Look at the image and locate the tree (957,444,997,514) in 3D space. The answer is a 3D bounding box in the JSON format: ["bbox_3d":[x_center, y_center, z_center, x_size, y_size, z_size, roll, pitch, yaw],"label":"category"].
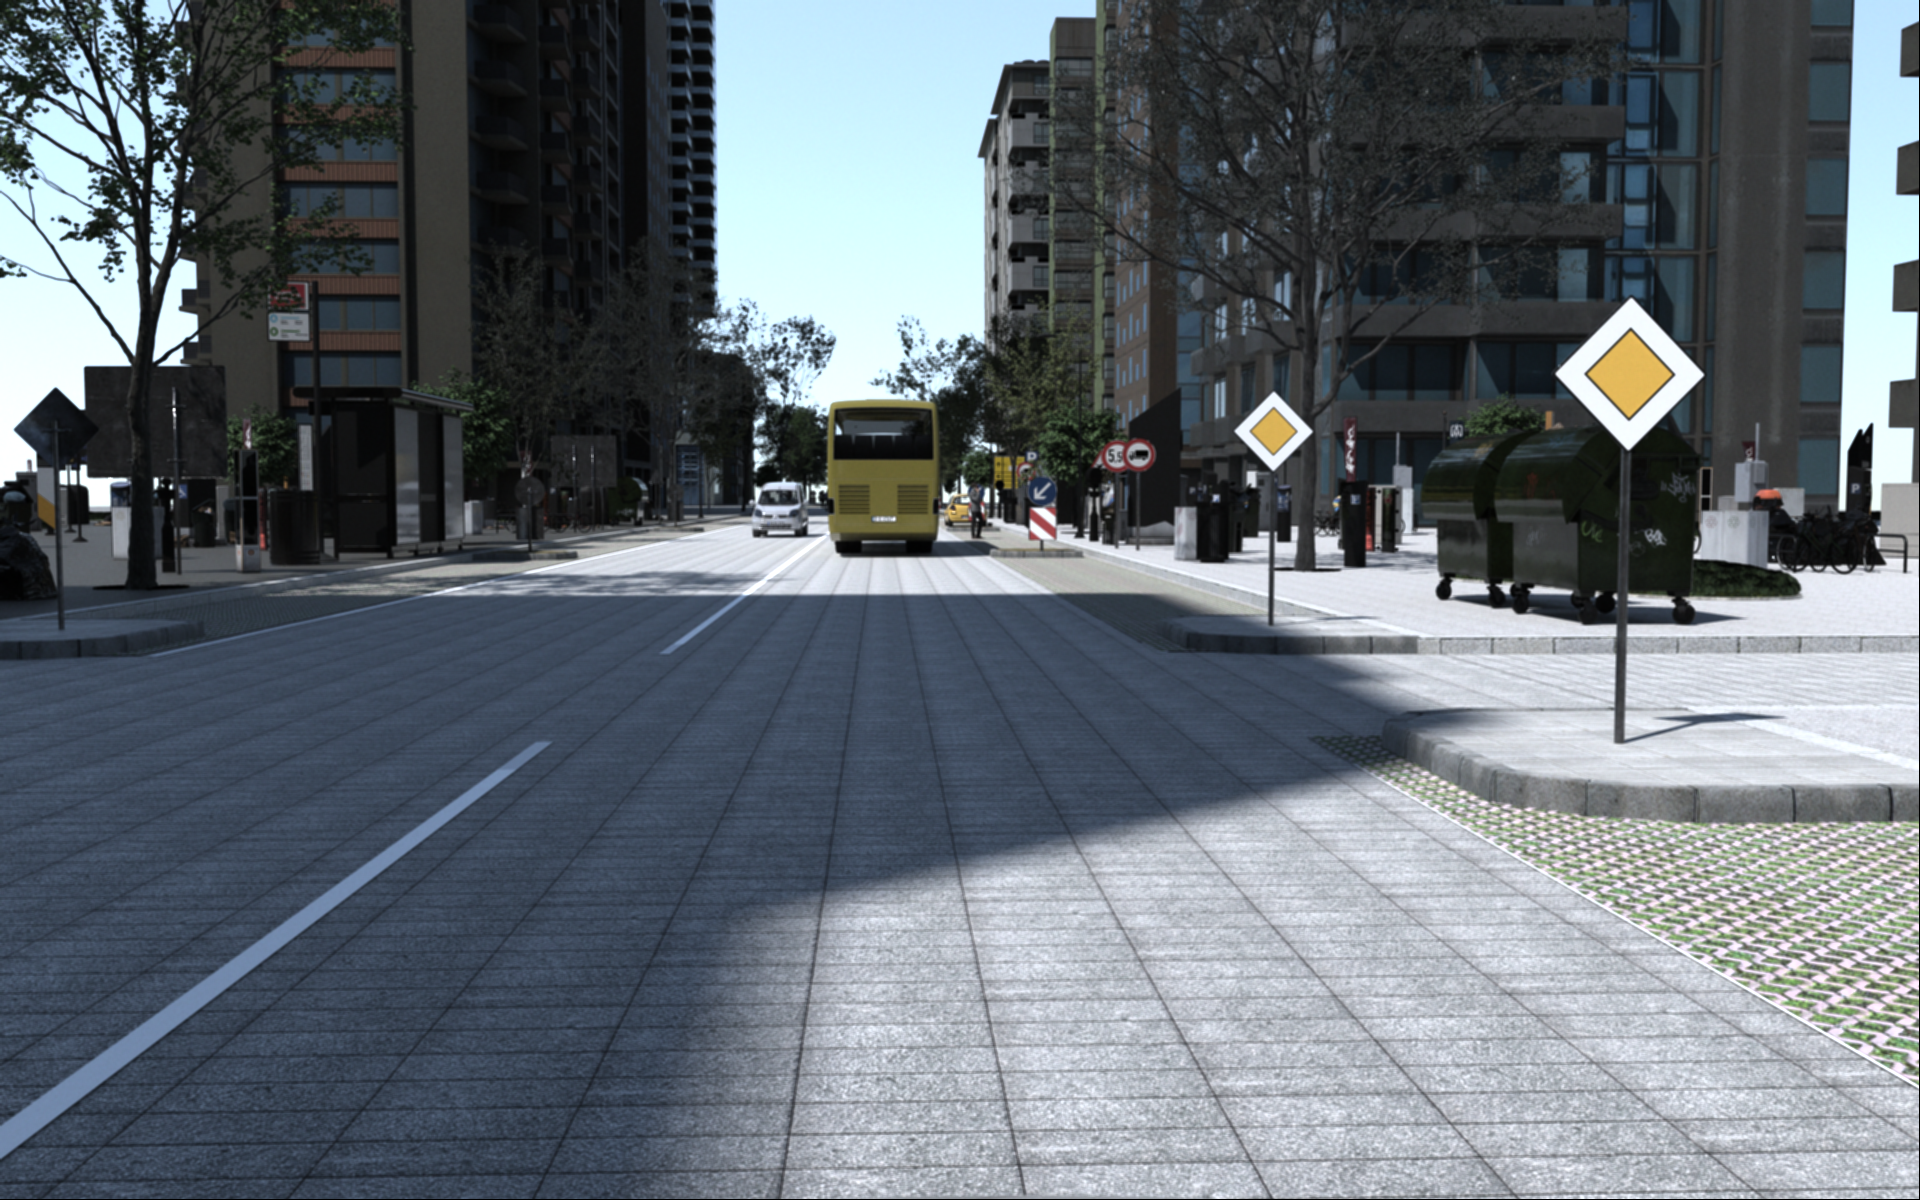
[{"bbox_3d":[1.390,-7.960,113.863,4.285,4.588,4.351,0,3,0],"label":"tree"}]

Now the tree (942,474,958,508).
[{"bbox_3d":[-0.878,-10.422,165.003,1.663,3.219,1.824,0,3,0],"label":"tree"}]

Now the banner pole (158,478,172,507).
[{"bbox_3d":[-23.026,-3.674,50.089,0.863,3.779,0.401,2,4,35],"label":"banner pole"}]

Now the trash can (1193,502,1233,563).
[{"bbox_3d":[4.728,-1.269,32.404,0.748,1.137,0.748,0,3,0],"label":"trash can"}]

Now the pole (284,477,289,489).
[{"bbox_3d":[-32.080,-5.422,82.486,0.158,3.312,0.155,0,3,0],"label":"pole"}]

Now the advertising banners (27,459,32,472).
[{"bbox_3d":[-47.491,-5.604,87.818,2.074,3.025,0.090,3,4,39],"label":"advertising banners"}]

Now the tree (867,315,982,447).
[{"bbox_3d":[-3.902,-20.110,184.682,12.611,20.169,13.585,0,3,0],"label":"tree"}]

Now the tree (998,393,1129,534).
[{"bbox_3d":[3.995,-4.454,56.534,4.285,4.588,4.351,0,3,0],"label":"tree"}]

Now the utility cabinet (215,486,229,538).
[{"bbox_3d":[-20.010,-2.336,46.877,0.318,1.500,1.173,-2,4,-29],"label":"utility cabinet"}]

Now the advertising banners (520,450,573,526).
[{"bbox_3d":[-16.611,-4.484,69.507,2.074,3.025,0.090,-1,4,-22],"label":"advertising banners"}]

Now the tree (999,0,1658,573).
[{"bbox_3d":[5.907,-7.224,28.475,12.009,13.543,11.850,0,3,0],"label":"tree"}]

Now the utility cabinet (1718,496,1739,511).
[{"bbox_3d":[24.748,-2.732,55.834,0.306,1.237,1.020,0,4,3],"label":"utility cabinet"}]

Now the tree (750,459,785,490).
[{"bbox_3d":[-17.677,-10.764,159.711,4.285,4.588,4.351,0,3,0],"label":"tree"}]

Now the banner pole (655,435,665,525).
[{"bbox_3d":[-12.626,-5.078,73.036,0.401,3.779,0.863,0,4,2],"label":"banner pole"}]

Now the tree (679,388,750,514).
[{"bbox_3d":[-15.601,-9.691,108.818,4.737,8.622,4.395,0,3,0],"label":"tree"}]

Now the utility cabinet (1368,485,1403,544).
[{"bbox_3d":[10.663,-2.163,44.049,0.318,1.500,1.173,-3,5,-43],"label":"utility cabinet"}]

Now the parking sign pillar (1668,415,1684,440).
[{"bbox_3d":[24.141,-4.302,58.814,1.447,3.967,1.447,0,4,5],"label":"parking sign pillar"}]

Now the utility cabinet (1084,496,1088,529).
[{"bbox_3d":[4.558,-3.208,63.617,0.306,1.237,1.020,0,4,4],"label":"utility cabinet"}]

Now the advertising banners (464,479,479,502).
[{"bbox_3d":[-17.562,-3.982,61.288,0.090,3.025,2.074,1,4,19],"label":"advertising banners"}]

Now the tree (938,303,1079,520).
[{"bbox_3d":[2.427,-9.234,85.389,8.767,10.594,7.601,2,4,35],"label":"tree"}]

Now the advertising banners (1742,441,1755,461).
[{"bbox_3d":[26.898,-3.760,57.666,2.074,3.025,0.090,-1,4,-12],"label":"advertising banners"}]

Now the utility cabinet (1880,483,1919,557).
[{"bbox_3d":[19.105,-1.589,34.654,1.173,1.500,0.318,3,5,40],"label":"utility cabinet"}]

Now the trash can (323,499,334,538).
[{"bbox_3d":[-18.422,-2.376,50.505,0.748,1.137,0.748,0,3,0],"label":"trash can"}]

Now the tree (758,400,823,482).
[{"bbox_3d":[-18.646,-16.161,189.986,9.928,11.665,9.643,0,3,0],"label":"tree"}]

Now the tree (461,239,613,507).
[{"bbox_3d":[-12.511,-6.104,50.156,4.360,8.622,3.978,0,3,0],"label":"tree"}]

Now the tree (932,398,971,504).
[{"bbox_3d":[-2.371,-17.451,203.453,7.486,12.596,7.792,0,3,0],"label":"tree"}]

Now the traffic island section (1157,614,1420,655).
[{"bbox_3d":[3.054,0.329,16.908,2.009,0.180,2.903,0,4,-3],"label":"traffic island section"}]

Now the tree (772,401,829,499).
[{"bbox_3d":[-21.385,-20.193,236.809,9.857,13.997,8.962,0,3,0],"label":"tree"}]

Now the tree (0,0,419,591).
[{"bbox_3d":[-10.908,-5.950,23.041,9.928,11.665,9.643,0,3,0],"label":"tree"}]

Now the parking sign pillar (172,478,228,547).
[{"bbox_3d":[-18.984,-3.330,42.923,1.447,3.967,1.447,0,4,6],"label":"parking sign pillar"}]

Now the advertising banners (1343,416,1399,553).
[{"bbox_3d":[9.094,-2.585,38.454,0.090,3.025,2.074,-1,4,-22],"label":"advertising banners"}]

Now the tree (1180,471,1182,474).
[{"bbox_3d":[9.076,-5.018,76.645,1.663,3.219,1.824,0,3,0],"label":"tree"}]

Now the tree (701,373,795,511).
[{"bbox_3d":[-15.725,-11.843,128.047,7.601,10.594,8.767,0,4,7],"label":"tree"}]

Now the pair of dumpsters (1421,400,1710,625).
[{"bbox_3d":[6.477,-1.005,18.923,1.574,2.255,4.437,0,4,-2],"label":"pair of dumpsters"}]

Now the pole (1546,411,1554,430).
[{"bbox_3d":[14.524,-2.989,42.721,0.158,3.312,0.155,0,3,0],"label":"pole"}]

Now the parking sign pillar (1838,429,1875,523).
[{"bbox_3d":[37.526,-5.134,72.420,1.447,3.967,1.447,1,4,9],"label":"parking sign pillar"}]

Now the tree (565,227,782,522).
[{"bbox_3d":[-13.585,-10.419,80.717,12.009,13.543,11.850,0,3,0],"label":"tree"}]

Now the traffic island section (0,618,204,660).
[{"bbox_3d":[-8.525,0.360,16.393,2.009,0.180,2.903,0,4,-3],"label":"traffic island section"}]

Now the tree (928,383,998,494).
[{"bbox_3d":[0.040,-13.946,153.779,9.928,11.665,9.643,0,3,0],"label":"tree"}]

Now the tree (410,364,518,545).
[{"bbox_3d":[-12.750,-3.689,44.022,4.285,4.588,4.351,0,3,0],"label":"tree"}]

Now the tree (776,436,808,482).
[{"bbox_3d":[-20.428,-16.021,212.305,4.360,8.622,3.978,0,3,0],"label":"tree"}]

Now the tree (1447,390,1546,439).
[{"bbox_3d":[17.239,-4.367,55.114,4.285,4.588,4.351,0,3,0],"label":"tree"}]

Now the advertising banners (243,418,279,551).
[{"bbox_3d":[-15.861,-2.639,39.338,0.090,3.025,2.074,-3,5,-43],"label":"advertising banners"}]

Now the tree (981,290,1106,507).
[{"bbox_3d":[3.175,-6.825,61.952,4.737,8.622,4.395,0,3,0],"label":"tree"}]

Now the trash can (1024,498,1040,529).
[{"bbox_3d":[2.719,-3.229,64.451,0.748,1.137,0.748,0,3,0],"label":"trash can"}]

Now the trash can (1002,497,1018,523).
[{"bbox_3d":[2.215,-3.939,76.057,0.748,1.137,0.748,0,3,0],"label":"trash can"}]

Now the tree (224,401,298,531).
[{"bbox_3d":[-24.813,-4.743,61.263,4.285,4.588,4.351,0,3,0],"label":"tree"}]

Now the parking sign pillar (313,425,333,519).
[{"bbox_3d":[-24.706,-4.786,66.718,1.447,3.967,1.447,1,4,9],"label":"parking sign pillar"}]

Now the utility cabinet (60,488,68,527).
[{"bbox_3d":[-35.326,-3.583,67.258,1.173,1.500,0.318,-1,4,-21],"label":"utility cabinet"}]

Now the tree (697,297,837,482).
[{"bbox_3d":[-18.578,-19.092,168.046,12.611,20.169,13.585,0,3,0],"label":"tree"}]

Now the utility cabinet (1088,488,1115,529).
[{"bbox_3d":[5.095,-3.266,62.085,0.318,1.500,1.173,-2,4,-35],"label":"utility cabinet"}]

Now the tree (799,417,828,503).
[{"bbox_3d":[-22.049,-20.258,249.350,7.486,12.596,7.792,0,3,0],"label":"tree"}]

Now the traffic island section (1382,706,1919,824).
[{"bbox_3d":[3.414,0.816,8.931,2.009,0.180,2.903,0,4,-3],"label":"traffic island section"}]

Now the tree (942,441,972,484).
[{"bbox_3d":[-3.186,-18.435,218.420,9.611,12.733,9.660,0,3,0],"label":"tree"}]

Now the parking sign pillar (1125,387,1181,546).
[{"bbox_3d":[4.902,-3.381,43.758,1.447,3.967,1.447,0,4,1],"label":"parking sign pillar"}]
